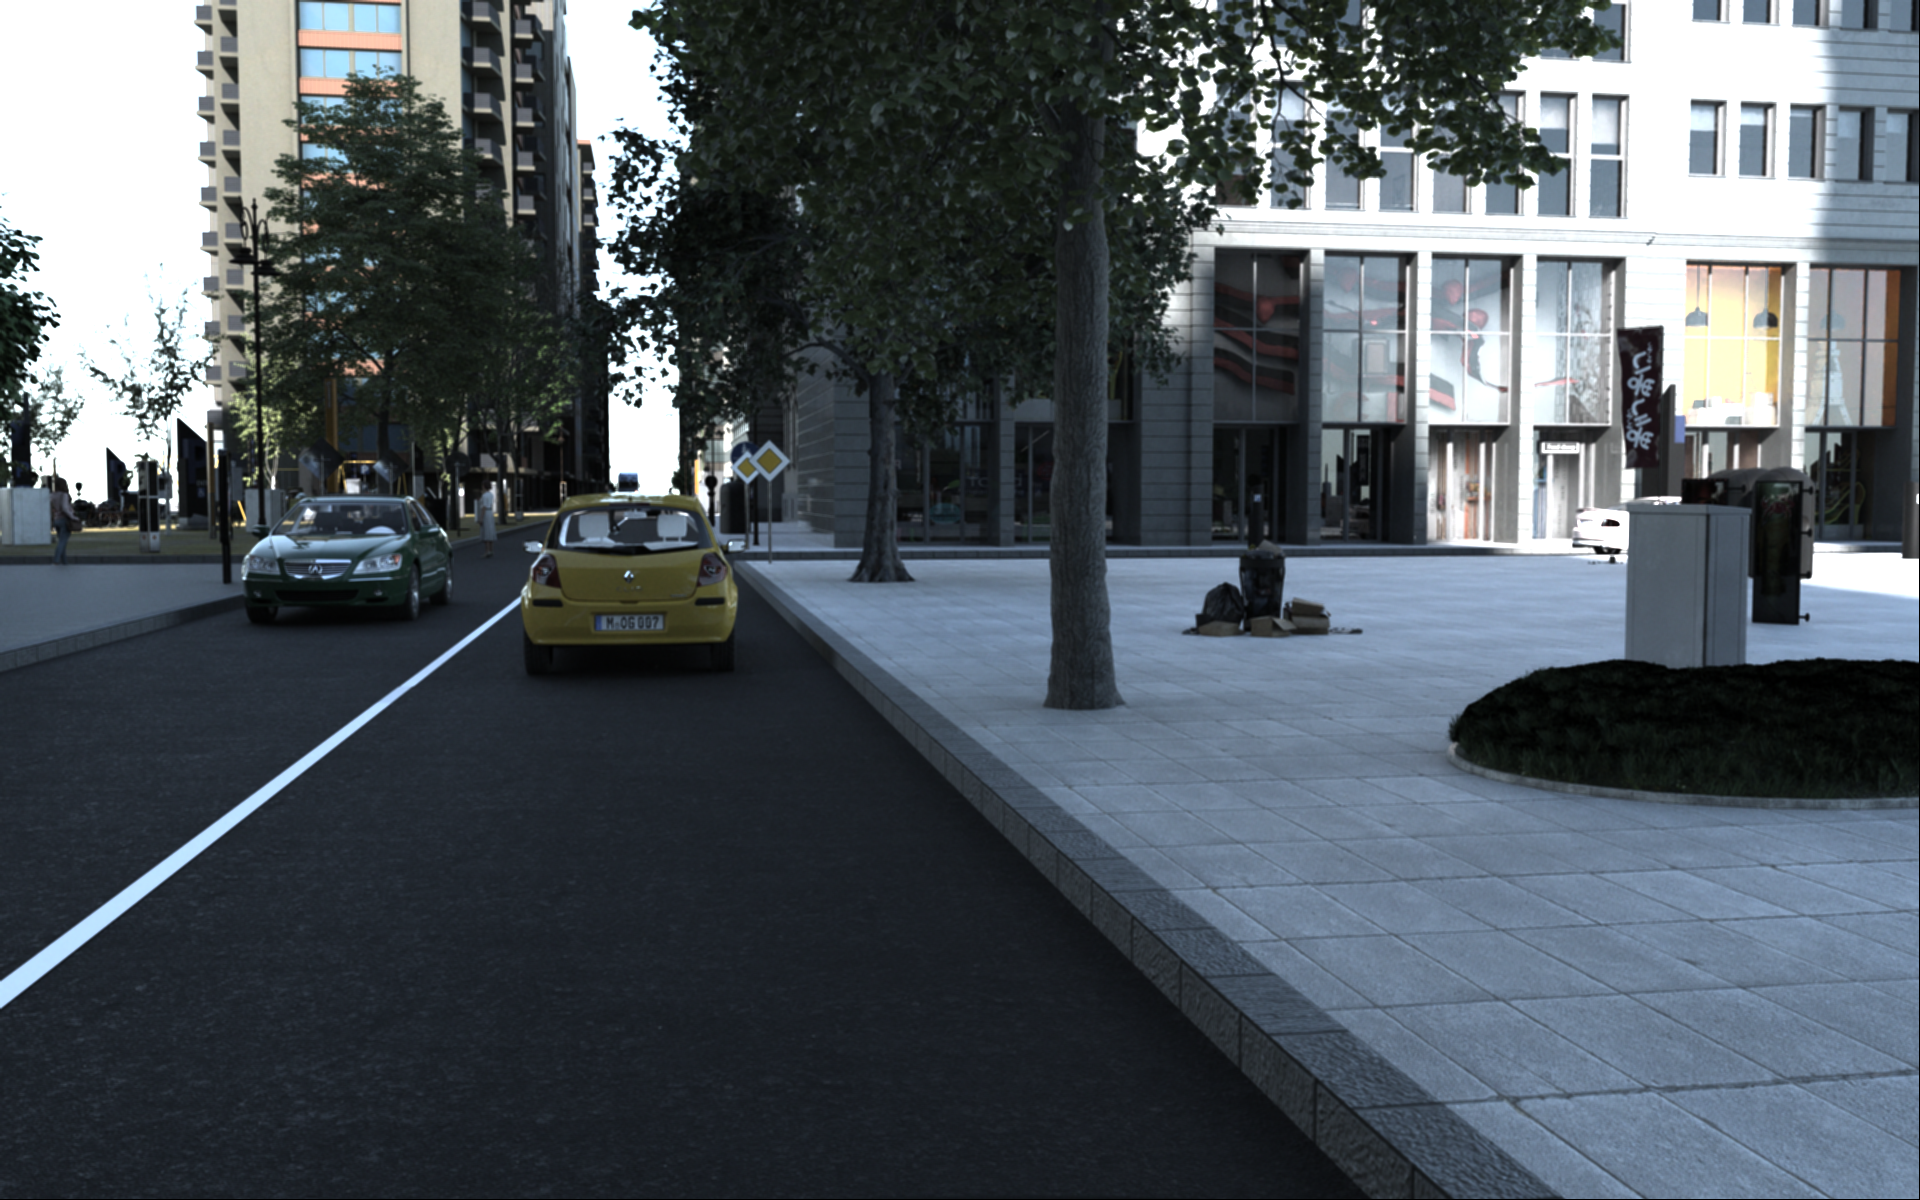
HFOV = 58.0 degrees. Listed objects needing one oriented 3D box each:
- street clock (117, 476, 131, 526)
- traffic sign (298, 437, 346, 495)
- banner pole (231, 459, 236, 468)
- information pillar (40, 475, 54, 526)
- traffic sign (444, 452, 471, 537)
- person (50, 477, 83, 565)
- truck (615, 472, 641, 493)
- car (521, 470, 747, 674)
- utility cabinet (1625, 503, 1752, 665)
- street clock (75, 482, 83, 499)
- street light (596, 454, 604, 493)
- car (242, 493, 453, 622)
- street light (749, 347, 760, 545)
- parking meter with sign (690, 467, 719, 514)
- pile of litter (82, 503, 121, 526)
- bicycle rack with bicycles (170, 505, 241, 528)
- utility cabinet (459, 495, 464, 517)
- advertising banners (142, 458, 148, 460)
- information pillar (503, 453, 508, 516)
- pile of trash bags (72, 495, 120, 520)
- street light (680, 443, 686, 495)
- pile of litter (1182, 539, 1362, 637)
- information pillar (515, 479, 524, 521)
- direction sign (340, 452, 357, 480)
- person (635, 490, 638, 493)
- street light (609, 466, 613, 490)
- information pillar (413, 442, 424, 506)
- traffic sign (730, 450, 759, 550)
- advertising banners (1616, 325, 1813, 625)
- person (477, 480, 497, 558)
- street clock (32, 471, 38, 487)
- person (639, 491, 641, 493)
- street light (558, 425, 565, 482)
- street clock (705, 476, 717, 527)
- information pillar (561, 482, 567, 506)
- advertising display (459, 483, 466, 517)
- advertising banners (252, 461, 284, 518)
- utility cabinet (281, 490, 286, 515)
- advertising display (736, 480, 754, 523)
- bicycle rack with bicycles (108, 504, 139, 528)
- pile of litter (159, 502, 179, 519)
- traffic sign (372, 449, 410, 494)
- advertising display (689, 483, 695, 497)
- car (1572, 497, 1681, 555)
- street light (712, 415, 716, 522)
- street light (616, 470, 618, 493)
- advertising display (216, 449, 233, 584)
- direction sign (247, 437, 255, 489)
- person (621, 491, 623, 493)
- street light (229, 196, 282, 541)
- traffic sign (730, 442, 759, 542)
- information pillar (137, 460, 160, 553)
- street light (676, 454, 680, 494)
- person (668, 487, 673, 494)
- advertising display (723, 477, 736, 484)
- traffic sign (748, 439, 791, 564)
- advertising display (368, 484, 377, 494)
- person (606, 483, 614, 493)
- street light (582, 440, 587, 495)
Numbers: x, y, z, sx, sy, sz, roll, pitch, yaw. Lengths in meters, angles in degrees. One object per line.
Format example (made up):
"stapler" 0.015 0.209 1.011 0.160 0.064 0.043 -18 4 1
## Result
"street clock" -33.740 -4.000 69.974 0.471 2.002 0.358 -3 5 -39
"traffic sign" -11.234 -1.645 30.537 0.795 2.450 0.064 -1 4 -10
"banner pole" -45.325 -7.187 107.532 0.863 3.779 0.401 -1 4 -16
"information pillar" -35.197 -3.811 66.801 0.304 2.012 0.304 1 4 18
"traffic sign" -15.044 -3.168 51.906 0.768 2.556 0.104 -1 4 -9
"person" -16.597 -1.400 31.980 0.593 1.750 0.643 2 4 28
"truck" -40.465 -13.627 212.560 2.967 4.110 18.799 -1 4 -9
"car" -2.876 -0.312 15.319 2.015 1.641 3.980 -1 4 -9
"utility cabinet" 4.661 0.002 11.132 0.306 1.237 1.020 0 4 -6
"street clock" -52.267 -6.006 102.770 0.358 2.002 0.471 0 4 0
"street light" -38.666 -12.992 185.206 0.468 5.910 1.993 -1 4 -10
"car" -7.320 -0.565 21.035 2.131 1.459 4.920 -1 4 -9
"street light" -5.121 -4.314 43.318 0.468 5.910 1.993 -1 4 -10
"parking meter with sign" -16.317 -7.008 110.838 1.738 3.016 0.543 1 4 8
"pile of litter" -34.749 -3.404 69.612 1.176 0.858 1.719 0 4 -3
"bicycle rack with bicycles" -28.229 -3.162 65.085 2.852 0.926 2.925 2 4 25
"utility cabinet" -27.831 -5.174 95.755 0.306 1.237 1.020 1 4 20
"advertising banners" -37.065 -5.001 77.961 0.090 3.025 2.074 0 4 6
"information pillar" -26.089 -6.612 99.465 0.183 3.616 0.504 0 4 1
"pile of trash bags" -43.522 -4.666 86.034 3.447 1.369 1.912 0 4 7
"street light" -24.321 -11.054 153.516 0.468 5.910 1.993 -1 4 -10
"pile of litter" 2.908 -0.123 15.976 1.719 0.858 1.176 0 4 5
"information pillar" -20.884 -4.746 82.082 0.304 2.012 0.304 0 4 2
"direction sign" -32.895 -6.192 93.229 0.876 3.537 0.379 -1 4 -12
"person" -25.844 -7.914 138.422 0.617 1.759 0.750 0 4 -7
"street light" -46.570 -15.807 231.237 0.468 5.910 1.993 -1 4 -10
"information pillar" -24.597 -5.340 78.660 0.504 3.616 0.183 -3 5 -43
"traffic sign" -4.870 -2.207 39.724 0.795 2.450 0.064 -1 4 -10
"advertising banners" 7.605 -1.310 17.605 0.090 3.025 2.074 -3 5 -40
"person" -10.722 -1.832 39.015 0.524 1.755 0.480 1 4 12
"street clock" -28.467 -2.962 52.999 0.358 2.002 0.471 3 5 45
"person" -32.143 -10.140 174.739 0.568 1.767 0.683 1 4 16
"street light" -26.281 -8.656 114.320 0.468 5.910 1.993 -1 4 -10
"street clock" -9.808 -3.898 68.304 0.471 2.002 0.358 2 4 33
"information pillar" -24.688 -6.328 107.951 0.304 2.012 0.304 0 4 -1
"advertising display" -27.993 -5.595 96.691 0.974 1.923 0.123 2 4 29
"advertising banners" -37.058 -5.895 92.572 0.090 3.025 2.074 2 4 32
"utility cabinet" -41.259 -5.871 104.677 1.173 1.500 0.318 2 4 31
"advertising display" -9.703 -4.435 77.732 0.974 1.923 0.123 -3 4 -38
"bicycle rack with bicycles" -32.148 -3.166 65.148 2.852 0.926 2.925 3 4 37
"pile of litter" -40.379 -4.538 88.161 1.176 0.858 1.719 -3 5 -40
"traffic sign" -12.602 -2.126 38.404 0.795 2.450 0.064 -1 4 -10
"advertising display" -15.248 -5.712 98.605 0.123 1.923 0.974 0 4 2
"car" 16.182 -1.619 38.829 4.827 1.381 2.083 -1 4 -10
"street light" -11.189 -6.462 78.442 0.468 5.910 1.993 -1 4 -10
"street light" -52.864 -18.000 267.093 0.468 5.910 1.993 -1 4 -10
"advertising display" -10.632 -1.216 25.090 0.123 1.923 0.974 -1 4 -20
"direction sign" -28.106 -4.692 68.709 0.379 3.537 0.876 -3 4 -39
"person" -32.182 -9.489 164.582 0.756 1.711 0.436 2 4 24
"street light" -11.022 -3.330 27.228 0.468 5.910 1.993 -1 4 -10
"traffic sign" -5.183 -2.568 42.092 0.768 2.556 0.104 0 4 -2
"information pillar" -17.708 -2.038 37.807 0.304 2.012 0.304 2 4 23
"street light" -30.364 -13.196 188.535 0.468 5.910 1.993 -1 4 -10
"person" -15.656 -5.166 93.138 0.473 1.802 0.592 2 4 33
"advertising display" -8.637 -3.633 64.609 0.123 1.923 0.974 -2 4 -24
"traffic sign" -3.502 -1.726 31.857 0.795 2.450 0.064 -1 4 -10
"advertising display" -36.319 -6.260 107.559 0.974 1.923 0.123 0 4 0
"person" -12.327 -3.241 61.505 0.620 1.820 0.660 -1 4 -8
"street light" -32.339 -10.798 149.337 0.468 5.910 1.993 -1 4 -10
